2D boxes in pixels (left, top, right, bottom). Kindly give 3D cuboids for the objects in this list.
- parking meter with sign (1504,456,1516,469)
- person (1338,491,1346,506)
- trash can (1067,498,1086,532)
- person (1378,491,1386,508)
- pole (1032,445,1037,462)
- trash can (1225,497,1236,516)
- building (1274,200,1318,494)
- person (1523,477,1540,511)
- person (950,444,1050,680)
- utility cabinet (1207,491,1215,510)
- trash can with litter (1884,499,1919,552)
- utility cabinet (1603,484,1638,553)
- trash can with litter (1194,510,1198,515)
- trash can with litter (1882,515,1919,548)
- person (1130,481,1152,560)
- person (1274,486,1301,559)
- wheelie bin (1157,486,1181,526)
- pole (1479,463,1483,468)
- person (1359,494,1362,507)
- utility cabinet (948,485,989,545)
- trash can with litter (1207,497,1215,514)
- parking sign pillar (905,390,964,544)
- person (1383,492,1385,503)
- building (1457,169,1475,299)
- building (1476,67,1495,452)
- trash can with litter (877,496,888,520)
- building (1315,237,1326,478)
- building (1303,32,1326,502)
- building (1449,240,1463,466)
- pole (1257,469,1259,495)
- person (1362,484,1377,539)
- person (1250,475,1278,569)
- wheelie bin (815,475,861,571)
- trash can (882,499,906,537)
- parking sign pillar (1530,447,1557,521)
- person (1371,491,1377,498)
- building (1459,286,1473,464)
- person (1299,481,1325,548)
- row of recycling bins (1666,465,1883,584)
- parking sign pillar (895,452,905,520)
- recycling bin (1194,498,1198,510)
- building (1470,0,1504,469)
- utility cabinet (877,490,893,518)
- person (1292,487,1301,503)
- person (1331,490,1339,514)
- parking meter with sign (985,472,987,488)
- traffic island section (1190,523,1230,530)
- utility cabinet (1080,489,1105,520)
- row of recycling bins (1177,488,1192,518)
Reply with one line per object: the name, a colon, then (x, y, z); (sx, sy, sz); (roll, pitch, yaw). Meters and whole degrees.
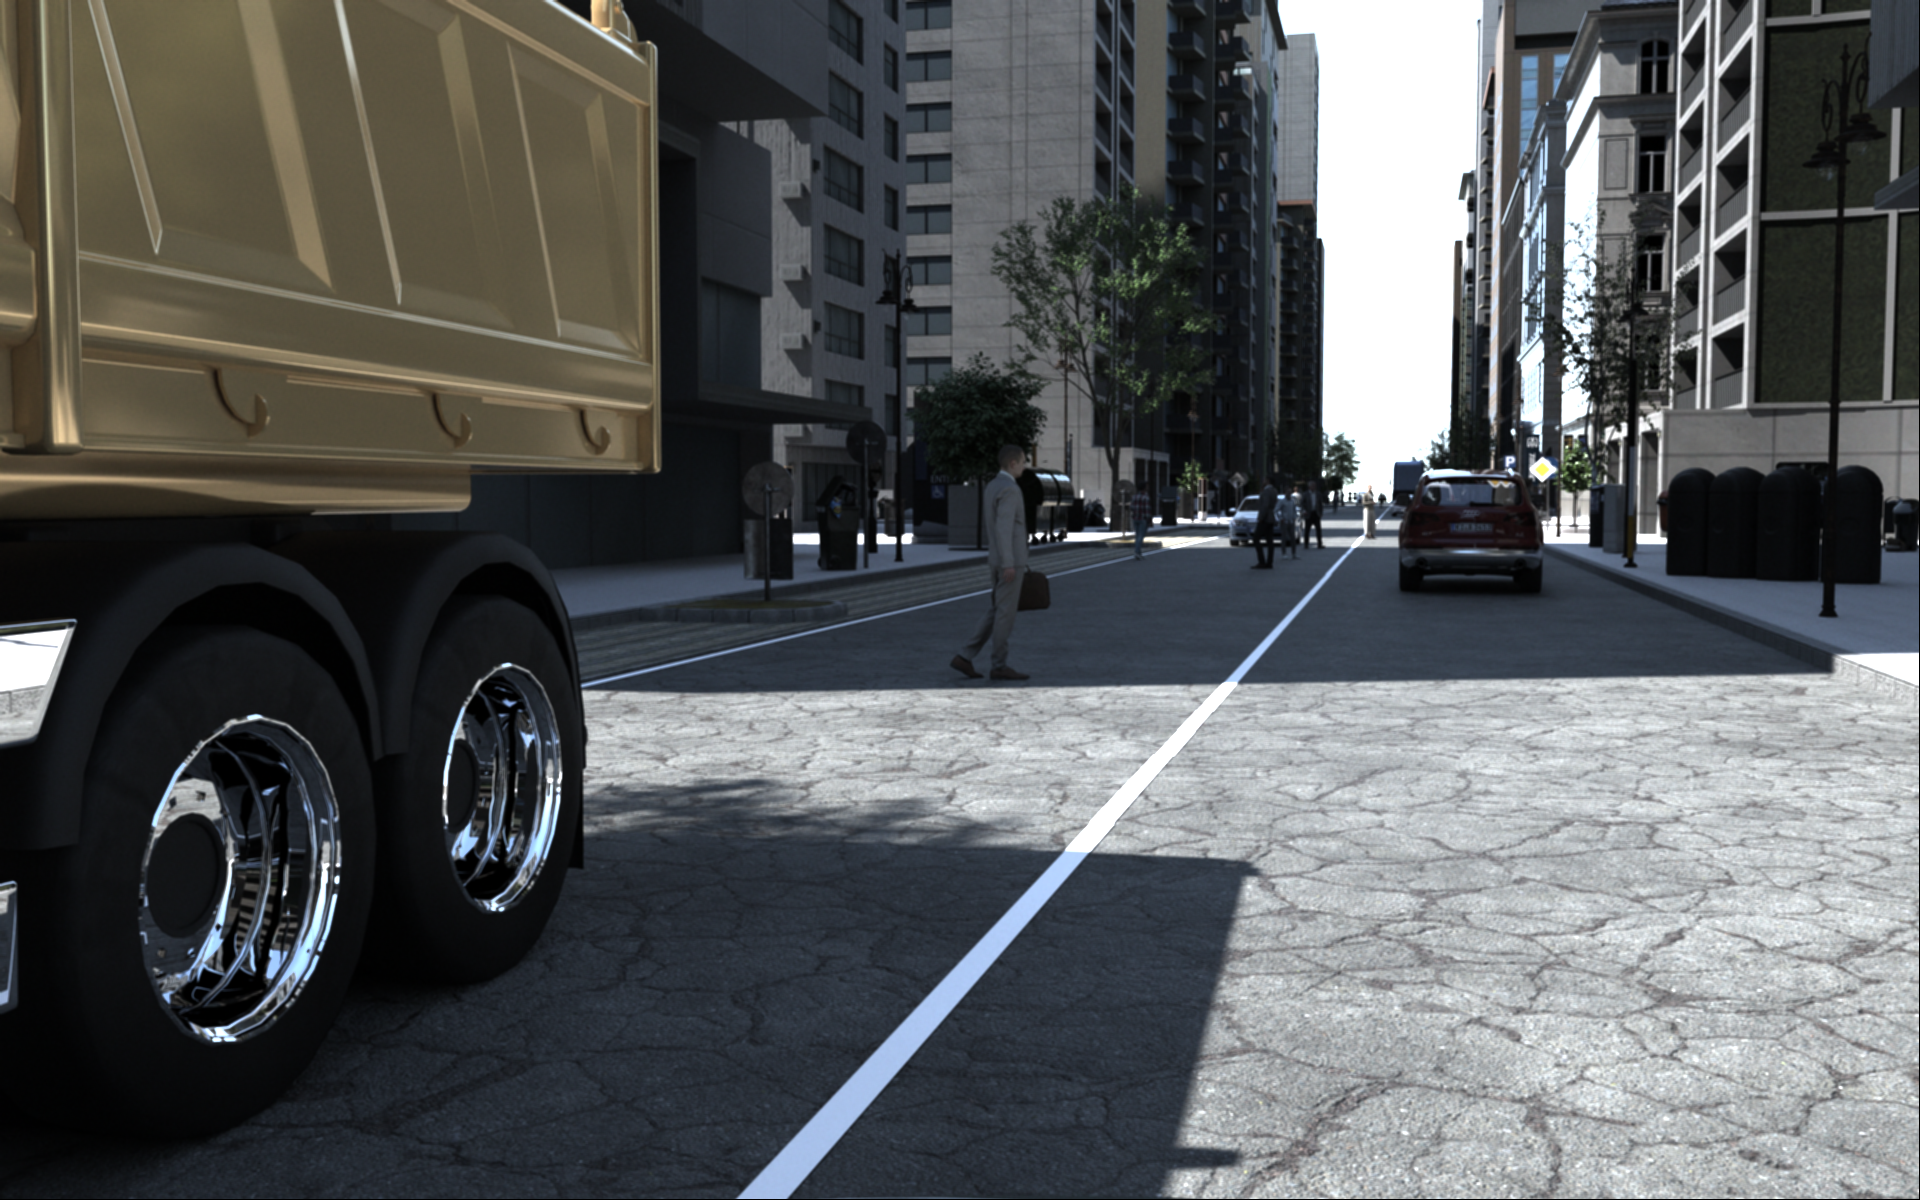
parking meter with sign: (24.874, -5.001, 78.026); (0.543, 3.016, 1.738); (1, 4, 10)
person: (44.072, -11.684, 199.613); (1.350, 1.814, 0.705); (-3, 4, -39)
trash can: (3.863, -2.853, 58.307); (0.748, 1.137, 0.748); (0, 3, 0)
person: (43.180, -10.270, 177.199); (0.721, 1.735, 1.217); (-2, 4, -30)
pole: (3.009, -4.672, 70.236); (0.158, 3.312, 0.155); (0, 3, 0)
trash can: (15.643, -5.415, 100.187); (0.748, 1.137, 0.748); (0, 3, 0)
building: (40.478, -36.587, 252.815); (22.147, 44.769, 28.867); (1, 4, 14)
person: (11.051, -1.512, 33.770); (0.519, 1.759, 0.362); (2, 4, 31)
person: (0.361, -0.292, 13.387); (0.853, 1.813, 0.709); (-1, 4, -17)
utility cabinet: (17.097, -6.683, 117.946); (1.173, 1.500, 0.318); (-1, 4, -9)
trash can with litter: (21.073, -1.665, 38.611); (1.055, 1.170, 0.624); (-3, 5, -42)
utility cabinet: (14.442, -1.783, 37.831); (0.318, 1.500, 1.173); (3, 5, 42)
trash can with litter: (14.285, -5.852, 107.068); (1.055, 1.170, 0.624); (-2, 4, -25)
trash can with litter: (22.811, -1.862, 41.508); (2.233, 1.210, 1.678); (-1, 4, -9)
person: (3.944, -1.750, 37.947); (0.643, 1.720, 0.563); (-3, 4, -36)
person: (7.232, -1.710, 38.268); (0.589, 1.601, 0.330); (-1, 4, -13)
wheelie bin: (8.418, -3.781, 69.735); (0.980, 1.594, 0.693); (1, 4, 17)
pole: (33.832, -7.259, 112.533); (0.158, 3.312, 0.155); (0, 3, 0)
person: (44.287, -10.971, 191.095); (0.599, 1.433, 0.991); (0, 4, 5)
utility cabinet: (0.306, -2.087, 42.794); (1.173, 1.500, 0.318); (0, 4, 7)
trash can with litter: (15.975, -6.018, 109.780); (0.624, 1.170, 1.055); (-3, 5, -43)
parking sign pillar: (-0.559, -3.447, 44.828); (1.447, 3.967, 1.447); (0, 4, 5)
person: (67.784, -16.399, 276.556); (0.705, 1.831, 1.348); (1, 4, 15)
building: (92.691, -41.688, 270.835); (28.713, 52.752, 27.495); (1, 4, 14)
building: (63.871, -31.765, 173.987); (22.147, 44.769, 28.867); (1, 4, 14)
trash can with litter: (-4.059, -4.589, 86.424); (1.055, 1.170, 0.624); (2, 4, 26)
building: (54.433, -39.375, 293.894); (14.600, 45.320, 14.200); (1, 4, 14)
building: (48.467, -51.215, 275.615); (20.563, 71.187, 20.611); (1, 4, 14)
building: (90.325, -39.330, 293.158); (14.600, 45.320, 14.200); (1, 4, 14)
pole: (24.413, -9.057, 141.926); (0.158, 3.312, 0.155); (0, 3, 0)
person: (13.105, -2.832, 55.348); (0.519, 1.759, 0.362); (-3, 4, -36)
person: (5.870, -1.510, 33.378); (0.592, 1.802, 0.473); (-3, 5, -44)
wheelie bin: (-2.050, -1.308, 29.296); (0.693, 1.594, 0.980); (-1, 4, -19)
trash can: (-1.958, -2.450, 51.712); (0.748, 1.137, 0.748); (0, 3, 0)
parking sign pillar: (27.261, -5.712, 81.858); (1.447, 3.967, 1.447); (-3, 5, -41)
person: (49.162, -12.144, 207.019); (1.348, 1.831, 0.705); (1, 4, 13)
building: (80.092, -29.414, 252.626); (14.160, 30.474, 14.107); (1, 4, 14)
person: (9.262, -2.232, 45.389); (0.661, 1.777, 0.834); (-1, 4, -16)
row of recycling bins: (12.212, -1.166, 26.171); (1.069, 1.692, 3.534); (-2, 4, -28)
parking sign pillar: (-2.437, -5.881, 84.632); (1.447, 3.967, 1.447); (3, 5, 43)
recycling bin: (14.752, -6.000, 110.652); (0.722, 1.027, 0.722); (-1, 4, -20)
building: (70.572, -40.322, 201.260); (21.231, 58.520, 28.212); (1, 4, 14)
utility cabinet: (-4.047, -5.029, 90.902); (1.173, 1.500, 0.318); (-2, 4, -25)
person: (15.187, -4.224, 78.138); (0.480, 1.755, 0.524); (0, 4, 0)
person: (27.206, -7.123, 125.548); (0.593, 1.750, 0.643); (2, 4, 26)
parking meter with sign: (1.825, -4.443, 68.902); (1.738, 3.016, 0.543); (-1, 4, -18)
traffic island section: (10.551, -2.969, 70.818); (2.009, 0.180, 2.903); (1, 4, 14)
utility cabinet: (6.410, -4.595, 83.808); (1.173, 1.500, 0.318); (-2, 4, -24)
row of recycling bins: (11.827, -5.249, 92.933); (1.069, 1.692, 3.534); (0, 4, -5)
